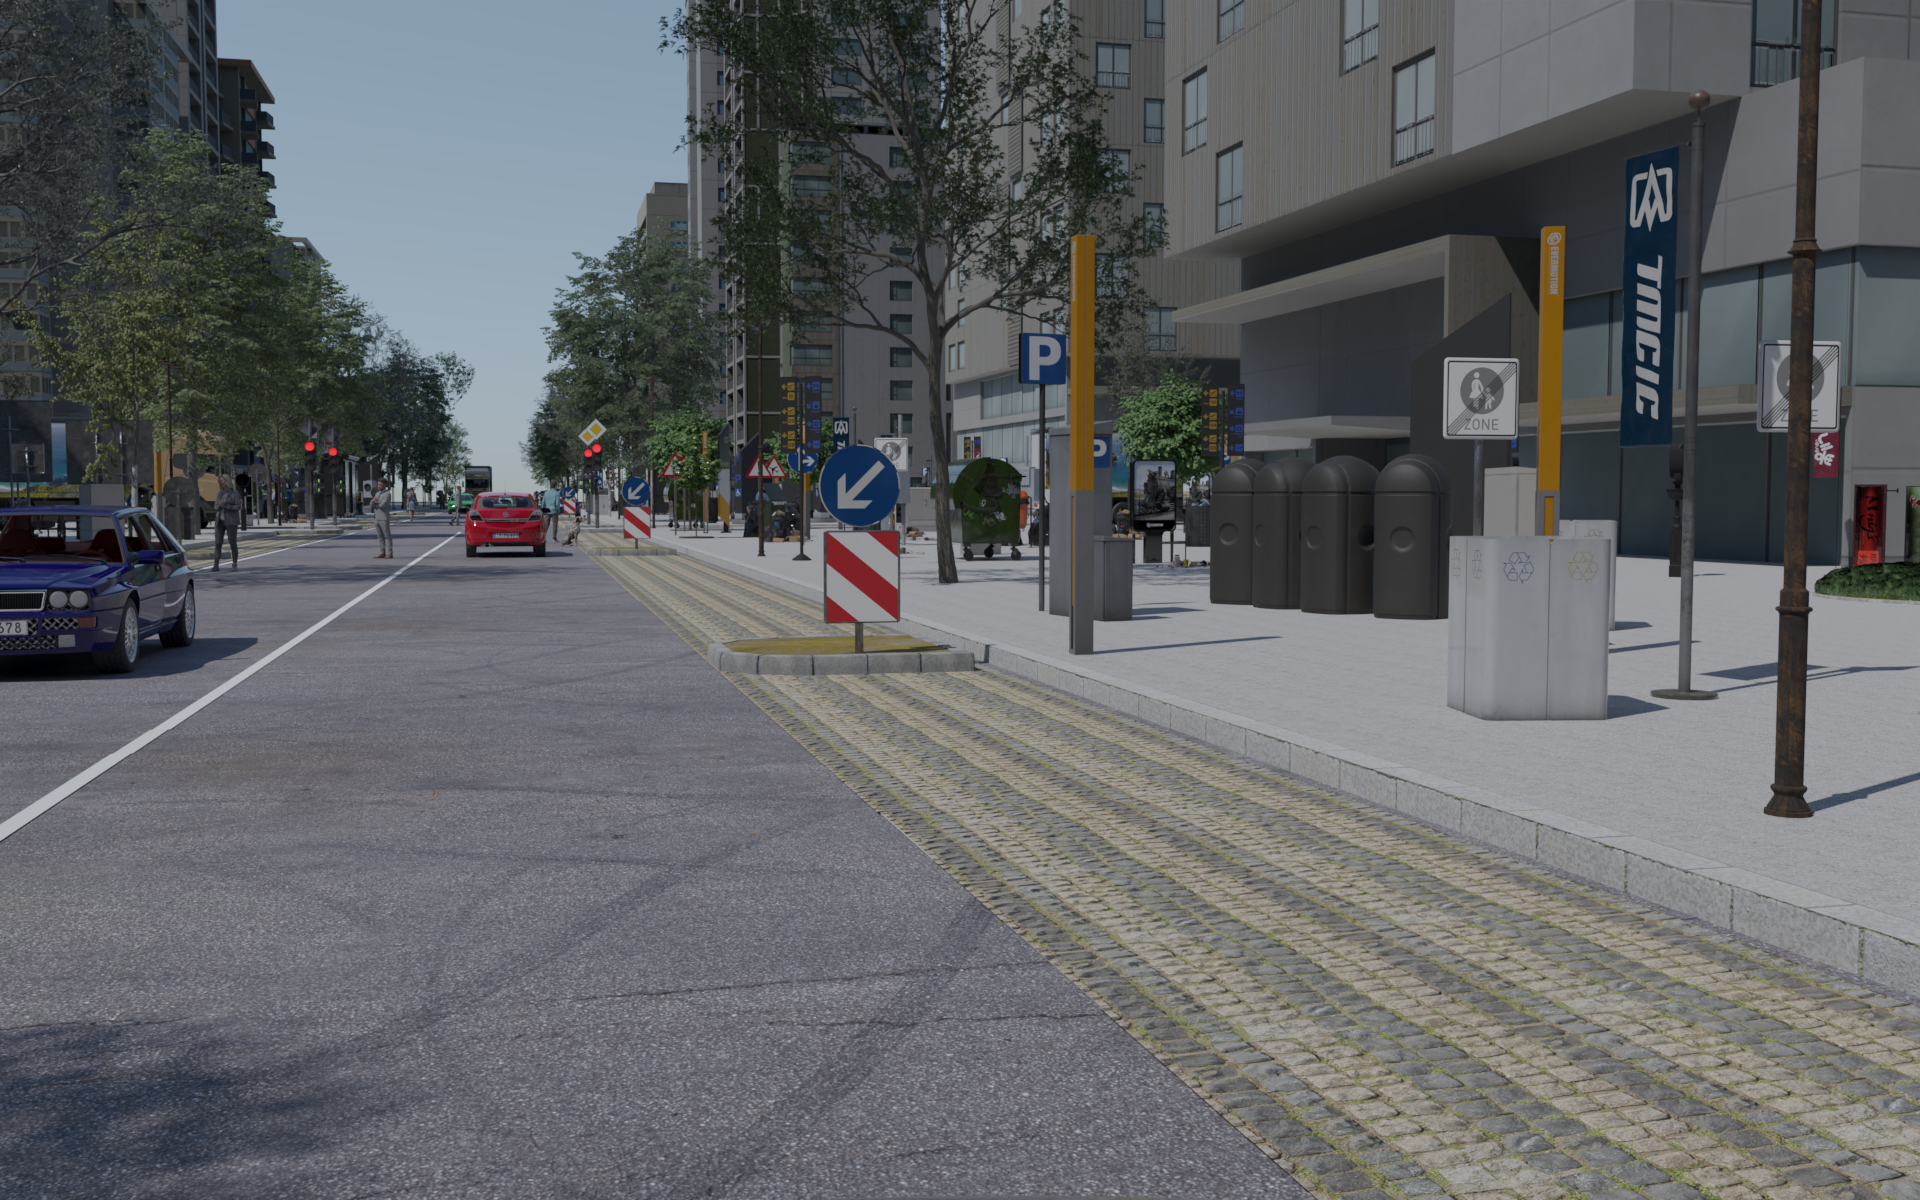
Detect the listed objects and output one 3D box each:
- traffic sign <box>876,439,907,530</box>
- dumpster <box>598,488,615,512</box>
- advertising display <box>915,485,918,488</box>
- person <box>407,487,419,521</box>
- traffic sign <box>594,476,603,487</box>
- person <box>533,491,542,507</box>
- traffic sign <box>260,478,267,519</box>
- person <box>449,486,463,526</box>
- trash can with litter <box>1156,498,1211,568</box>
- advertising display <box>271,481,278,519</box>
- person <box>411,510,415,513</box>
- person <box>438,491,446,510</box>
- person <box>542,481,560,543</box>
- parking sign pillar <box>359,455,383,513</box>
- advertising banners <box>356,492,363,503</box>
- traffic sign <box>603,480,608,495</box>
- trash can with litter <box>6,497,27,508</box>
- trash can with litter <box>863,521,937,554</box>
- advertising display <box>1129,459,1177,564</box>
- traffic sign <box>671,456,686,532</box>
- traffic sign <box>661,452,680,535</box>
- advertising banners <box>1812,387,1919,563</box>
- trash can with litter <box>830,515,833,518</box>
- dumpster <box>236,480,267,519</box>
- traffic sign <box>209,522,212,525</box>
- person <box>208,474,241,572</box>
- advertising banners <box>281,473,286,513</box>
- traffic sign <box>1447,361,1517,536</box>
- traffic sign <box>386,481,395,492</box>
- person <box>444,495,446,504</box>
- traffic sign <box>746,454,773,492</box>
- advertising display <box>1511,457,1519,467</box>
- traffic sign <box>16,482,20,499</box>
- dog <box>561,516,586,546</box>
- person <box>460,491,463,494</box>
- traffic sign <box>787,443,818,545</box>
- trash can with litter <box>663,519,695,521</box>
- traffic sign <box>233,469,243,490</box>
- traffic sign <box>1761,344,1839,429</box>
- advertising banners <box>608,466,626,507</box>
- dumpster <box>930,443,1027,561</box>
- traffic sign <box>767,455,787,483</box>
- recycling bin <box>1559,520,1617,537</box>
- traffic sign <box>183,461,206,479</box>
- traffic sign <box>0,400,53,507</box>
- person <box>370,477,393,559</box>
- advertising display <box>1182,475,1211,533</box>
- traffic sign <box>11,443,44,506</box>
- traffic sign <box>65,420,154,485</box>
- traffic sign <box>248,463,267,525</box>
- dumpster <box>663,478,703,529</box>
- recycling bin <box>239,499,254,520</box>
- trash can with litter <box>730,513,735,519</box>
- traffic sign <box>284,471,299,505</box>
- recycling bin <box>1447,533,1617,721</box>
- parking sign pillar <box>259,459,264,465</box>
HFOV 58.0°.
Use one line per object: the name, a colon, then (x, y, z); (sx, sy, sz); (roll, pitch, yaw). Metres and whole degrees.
traffic sign: (-1.257, -1.808, 31.692); (0.606, 2.300, 0.079); (0, 4, -5)
dumpster: (-25.941, -7.422, 127.111); (1.264, 1.857, 1.865); (-1, 4, -14)
advertising display: (-3.030, -7.045, 120.403); (0.123, 1.923, 0.974); (0, 4, 6)
person: (-28.762, -5.040, 90.990); (0.616, 1.811, 0.778); (-1, 4, -20)
traffic sign: (-24.731, -7.221, 118.162); (0.768, 2.556, 0.104); (0, 4, -5)
person: (-37.735, -8.886, 154.503); (1.217, 1.735, 0.721); (0, 4, 5)
traffic sign: (-36.290, -5.440, 90.125); (0.795, 2.450, 0.064); (-1, 4, -9)
person: (-22.620, -4.250, 78.111); (0.853, 1.813, 0.709); (-3, 4, -36)
trash can with litter: (4.631, -1.196, 30.610); (2.233, 1.210, 1.678); (1, 4, 10)
advertising display: (-38.023, -5.561, 96.136); (0.123, 1.923, 0.974); (-2, 4, -33)
person: (-40.993, -7.411, 129.773); (0.635, 1.810, 0.391); (2, 4, 31)
person: (-47.172, -9.085, 157.589); (0.434, 1.755, 0.990); (2, 4, 29)
person: (-12.121, -2.612, 51.228); (0.660, 1.820, 0.620); (1, 4, 18)
parking sign pillar: (-40.647, -7.988, 119.074); (1.447, 3.967, 1.447); (-1, 4, -18)
advertising banners: (-40.370, -7.197, 113.863); (2.074, 3.025, 0.090); (-1, 4, -11)
traffic sign: (-25.354, -7.465, 124.189); (0.606, 2.300, 0.079); (-1, 4, -14)
trash can with litter: (-26.419, -2.337, 49.275); (1.678, 1.210, 2.233); (-1, 4, -12)
trash can with litter: (-1.725, -1.614, 37.440); (1.678, 1.210, 2.233); (-3, 5, -44)
advertising display: (3.568, -1.639, 32.005); (0.974, 1.923, 0.123); (-2, 4, -28)
traffic sign: (-9.330, -3.584, 58.595); (0.884, 2.594, 0.081); (0, 4, -8)
traffic sign: (-8.806, -3.276, 53.573); (0.884, 2.594, 0.081); (-1, 4, -9)
advertising banners: (14.693, -1.938, 27.874); (2.074, 3.025, 0.090); (3, 5, 45)
trash can with litter: (-7.000, -5.333, 98.580); (0.624, 1.170, 1.055); (0, 4, 6)
dumpster: (-36.410, -5.277, 88.770); (1.502, 2.255, 1.985); (-1, 4, -14)
traffic sign: (-30.725, -4.332, 70.929); (0.768, 2.556, 0.104); (0, 4, -8)
person: (-13.574, -1.429, 32.048); (0.537, 1.800, 0.526); (1, 4, 16)
advertising banners: (-44.226, -7.155, 113.172); (0.090, 3.025, 2.074); (-1, 4, -14)
traffic sign: (3.922, -0.673, 13.129); (0.606, 2.300, 0.079); (-1, 4, -12)
traffic sign: (-46.938, -8.718, 142.550); (0.884, 2.594, 0.081); (-1, 4, -11)
person: (-47.756, -9.073, 160.071); (0.599, 1.433, 0.991); (0, 4, -2)
traffic sign: (-6.518, -3.440, 56.241); (0.884, 2.594, 0.081); (0, 4, -8)
advertising display: (9.636, -1.552, 30.588); (0.123, 1.923, 0.974); (0, 4, -1)
traffic sign: (-25.345, -2.850, 46.607); (0.884, 2.594, 0.081); (-1, 4, -10)
dog: (-10.782, -1.892, 47.772); (0.800, 0.831, 0.513); (2, 4, 32)
person: (-39.374, -7.820, 136.454); (0.694, 1.812, 0.767); (-3, 4, -38)
traffic sign: (-3.945, -2.652, 43.459); (0.768, 2.556, 0.104); (0, 4, -6)
trash can with litter: (-13.521, -4.466, 84.069); (2.233, 1.210, 1.678); (-3, 4, -37)
traffic sign: (-29.389, -4.165, 70.226); (0.606, 2.300, 0.079); (-1, 4, -9)
traffic sign: (5.608, -0.583, 11.663); (0.606, 2.300, 0.079); (-1, 4, -11)
advertising banners: (-21.096, -6.862, 108.377); (2.074, 3.025, 0.090); (0, 4, 4)
dumpster: (0.362, -1.917, 33.841); (1.502, 2.255, 1.985); (-1, 4, -14)
traffic sign: (-6.127, -3.490, 57.072); (0.884, 2.594, 0.081); (0, 4, -7)
recycling bin: (5.869, -0.247, 16.589); (0.722, 1.027, 0.722); (1, 4, 16)
traffic sign: (-27.251, -3.764, 61.655); (0.768, 2.556, 0.104); (-1, 4, -12)
traffic sign: (-20.846, -2.663, 37.419); (2.265, 3.308, 0.079); (-1, 4, -14)
person: (-12.866, -1.820, 38.445); (0.511, 1.800, 0.466); (2, 4, 24)
advertising display: (7.737, -3.152, 56.742); (0.974, 1.923, 0.123); (2, 4, 32)
traffic sign: (-18.697, -1.997, 34.774); (0.606, 2.300, 0.079); (-1, 4, -9)
traffic sign: (-23.292, -3.278, 47.466); (2.265, 3.308, 0.079); (0, 4, -6)
traffic sign: (-28.874, -4.349, 71.214); (0.768, 2.556, 0.104); (-1, 4, -9)
dumpster: (-10.254, -3.810, 64.787); (1.502, 2.255, 1.985); (-1, 4, -14)
recycling bin: (-35.244, -4.445, 85.231); (0.722, 1.027, 0.722); (-3, 5, -40)
trash can with litter: (-11.349, -4.738, 88.854); (1.055, 1.170, 0.624); (-1, 4, -13)
traffic sign: (-36.963, -5.851, 95.775); (0.768, 2.556, 0.104); (-1, 4, -13)
recycling bin: (3.313, 0.148, 10.130); (0.722, 1.027, 0.722); (0, 4, -2)
parking sign pillar: (-52.980, -8.694, 130.615); (1.447, 3.967, 1.447); (1, 4, 9)
